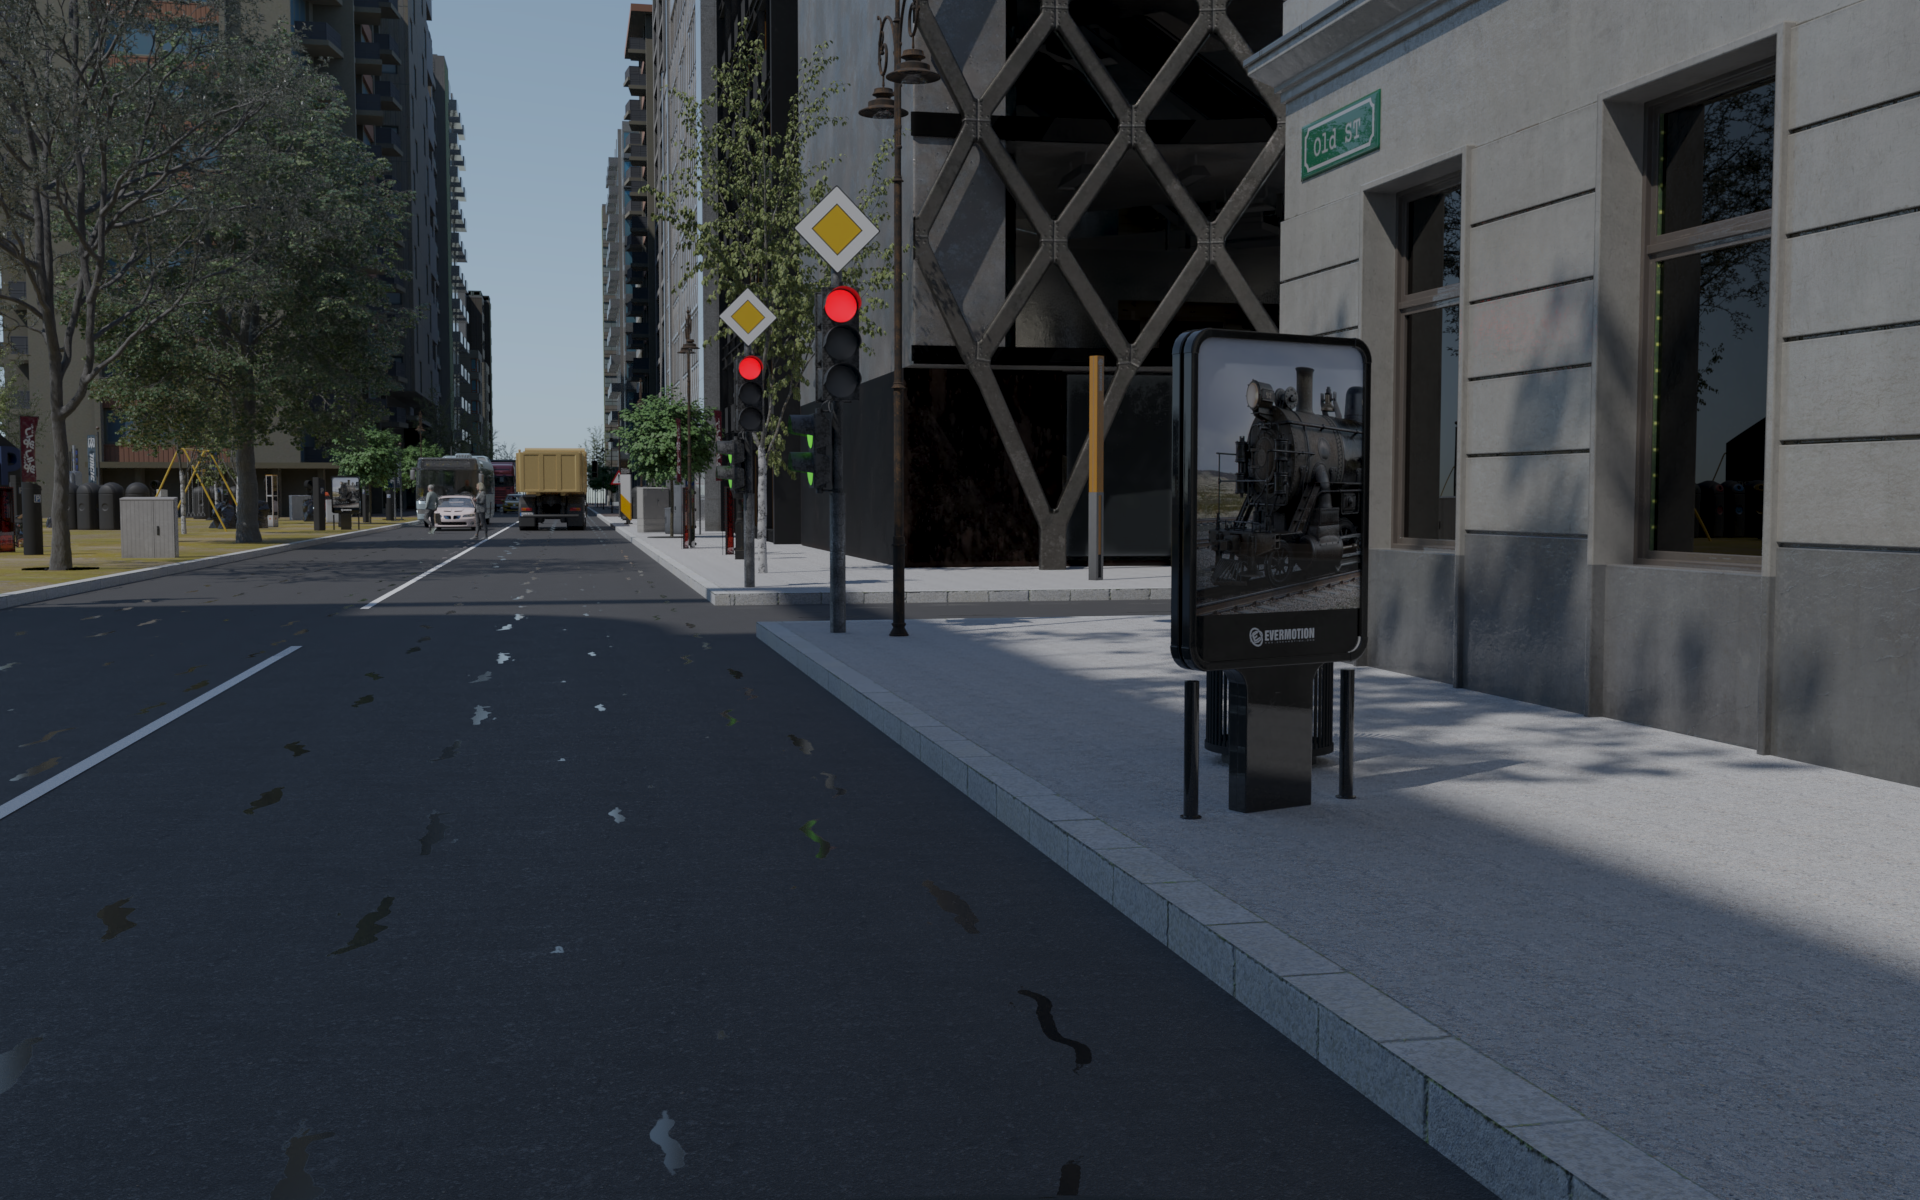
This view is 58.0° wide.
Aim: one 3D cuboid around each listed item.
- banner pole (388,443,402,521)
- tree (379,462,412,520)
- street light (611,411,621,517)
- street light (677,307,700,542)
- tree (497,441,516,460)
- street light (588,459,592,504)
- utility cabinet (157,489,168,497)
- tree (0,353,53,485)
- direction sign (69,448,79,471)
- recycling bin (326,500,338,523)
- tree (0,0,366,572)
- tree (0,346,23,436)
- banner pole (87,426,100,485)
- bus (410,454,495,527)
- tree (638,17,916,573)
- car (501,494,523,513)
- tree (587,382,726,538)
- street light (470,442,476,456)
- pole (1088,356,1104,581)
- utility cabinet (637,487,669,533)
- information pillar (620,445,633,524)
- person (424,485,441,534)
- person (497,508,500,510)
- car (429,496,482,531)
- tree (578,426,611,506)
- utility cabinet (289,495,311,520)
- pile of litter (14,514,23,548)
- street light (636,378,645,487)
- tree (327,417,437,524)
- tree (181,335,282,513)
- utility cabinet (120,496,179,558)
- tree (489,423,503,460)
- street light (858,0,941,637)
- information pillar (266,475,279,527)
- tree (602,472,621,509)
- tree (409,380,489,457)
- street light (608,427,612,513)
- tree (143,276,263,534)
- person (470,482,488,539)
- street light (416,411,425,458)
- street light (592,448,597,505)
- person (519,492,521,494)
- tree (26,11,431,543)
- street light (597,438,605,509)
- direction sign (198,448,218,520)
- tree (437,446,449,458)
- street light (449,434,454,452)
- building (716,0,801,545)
[{"bbox_3d":[-27.517,-5.779,84.508,0.863,3.779,0.401,-2,4,-32],"label":"banner pole"},{"bbox_3d":[-28.051,-5.570,85.668,1.663,3.219,1.824,0,3,0],"label":"tree"},{"bbox_3d":[-18.881,-7.535,95.988,0.468,5.910,1.993,-1,4,-13],"label":"street light"},{"bbox_3d":[-6.694,-4.282,42.806,0.468,5.910,1.993,-1,4,-13],"label":"street light"},{"bbox_3d":[-63.126,-17.864,242.437,4.737,8.622,4.395,0,3,0],"label":"tree"},{"bbox_3d":[-42.245,-13.842,199.098,0.468,5.910,1.993,-1,4,-13],"label":"street light"},{"bbox_3d":[-37.781,-4.489,82.077,0.318,1.500,1.173,-2,4,-34],"label":"utility cabinet"},{"bbox_3d":[-47.726,-8.347,86.835,4.360,8.622,3.978,0,3,0],"label":"tree"},{"bbox_3d":[-44.175,-5.752,86.046,0.876,3.537,0.379,1,4,9],"label":"direction sign"},{"bbox_3d":[-28.106,-3.995,77.872,0.722,1.027,0.722,-1,4,-17],"label":"recycling bin"},{"bbox_3d":[-15.024,-7.247,28.863,12.009,13.543,11.850,0,3,0],"label":"tree"},{"bbox_3d":[-43.979,-7.662,75.631,4.737,8.622,4.395,0,3,0],"label":"tree"},{"bbox_3d":[-32.114,-4.544,64.313,0.863,3.779,0.401,2,4,29],"label":"banner pole"},{"bbox_3d":[-22.832,-5.127,78.678,2.948,3.499,13.247,-1,4,-12],"label":"bus"},{"bbox_3d":[-2.973,-4.743,27.912,4.737,8.622,4.395,0,3,0],"label":"tree"},{"bbox_3d":[-33.281,-7.298,129.539,2.015,1.641,3.980,-1,4,-13],"label":"car"},{"bbox_3d":[-8.548,-4.102,50.782,4.285,4.588,4.351,0,3,0],"label":"tree"},{"bbox_3d":[-42.200,-10.840,150.021,0.468,5.910,1.993,-1,4,-13],"label":"street light"},{"bbox_3d":[2.021,-1.947,25.676,0.158,3.312,0.155,0,3,0],"label":"pole"},{"bbox_3d":[-10.133,-2.969,57.224,0.318,1.500,1.173,2,4,35],"label":"utility cabinet"},{"bbox_3d":[-14.168,-5.024,73.504,0.504,3.616,0.183,1,4,22],"label":"information pillar"},{"bbox_3d":[-19.120,-3.297,62.888,0.515,1.767,0.782,1,4,16],"label":"person"},{"bbox_3d":[-42.591,-9.241,159.675,0.705,1.814,1.350,0,3,0],"label":"person"},{"bbox_3d":[-20.107,-3.469,69.084,2.083,1.381,4.827,-1,4,-13],"label":"car"},{"bbox_3d":[-38.419,-14.154,181.786,4.737,8.622,4.395,0,3,0],"label":"tree"},{"bbox_3d":[-32.516,-4.539,85.377,0.306,1.237,1.020,3,5,40],"label":"utility cabinet"},{"bbox_3d":[-22.894,-1.704,41.824,1.176,0.858,1.719,0,4,0],"label":"pile of litter"},{"bbox_3d":[-12.742,-5.898,69.227,0.468,5.910,1.993,-1,4,-13],"label":"street light"},{"bbox_3d":[-25.422,-5.539,74.280,4.285,4.588,4.351,0,3,0],"label":"tree"},{"bbox_3d":[-30.157,-7.447,72.122,4.737,8.622,4.395,0,3,0],"label":"tree"},{"bbox_3d":[-16.289,-1.446,34.808,1.020,1.237,0.306,-1,4,-10],"label":"utility cabinet"},{"bbox_3d":[-46.961,-13.437,170.064,4.360,8.622,3.978,0,3,0],"label":"tree"},{"bbox_3d":[-0.553,-2.612,15.491,0.468,5.910,1.993,-1,4,-13],"label":"street light"},{"bbox_3d":[-26.522,-3.810,66.785,0.304,2.012,0.304,1,4,17],"label":"information pillar"},{"bbox_3d":[-29.467,-9.371,147.810,1.663,3.219,1.824,0,3,0],"label":"tree"},{"bbox_3d":[-33.482,-9.918,112.515,4.360,8.622,3.978,0,3,0],"label":"tree"},{"bbox_3d":[-23.491,-8.805,116.753,0.468,5.910,1.993,-1,4,-13],"label":"street light"},{"bbox_3d":[-24.657,-6.419,55.310,4.360,8.622,3.978,0,3,0],"label":"tree"},{"bbox_3d":[-15.218,-2.822,54.831,0.526,1.800,0.537,-2,4,-28],"label":"person"},{"bbox_3d":[-29.968,-7.557,96.352,0.468,5.910,1.993,-1,4,-13],"label":"street light"},{"bbox_3d":[-35.898,-12.144,171.344,0.468,5.910,1.993,-1,4,-13],"label":"street light"},{"bbox_3d":[-56.898,-13.163,223.845,1.348,1.807,0.705,1,4,18],"label":"person"},{"bbox_3d":[-18.961,-8.490,45.460,9.857,13.997,8.962,0,3,0],"label":"tree"},{"bbox_3d":[-29.664,-10.468,143.935,0.468,5.910,1.993,-1,4,-13],"label":"street light"},{"bbox_3d":[-36.700,-5.664,84.606,0.876,3.537,0.379,-1,4,-8],"label":"direction sign"},{"bbox_3d":[-31.235,-7.181,101.125,4.285,4.588,4.351,0,3,0],"label":"tree"},{"bbox_3d":[-36.052,-9.190,123.042,0.468,5.910,1.993,-1,4,-13],"label":"street light"},{"bbox_3d":[-0.458,-13.617,52.308,12.332,23.373,15.834,-1,4,-13],"label":"building"}]
